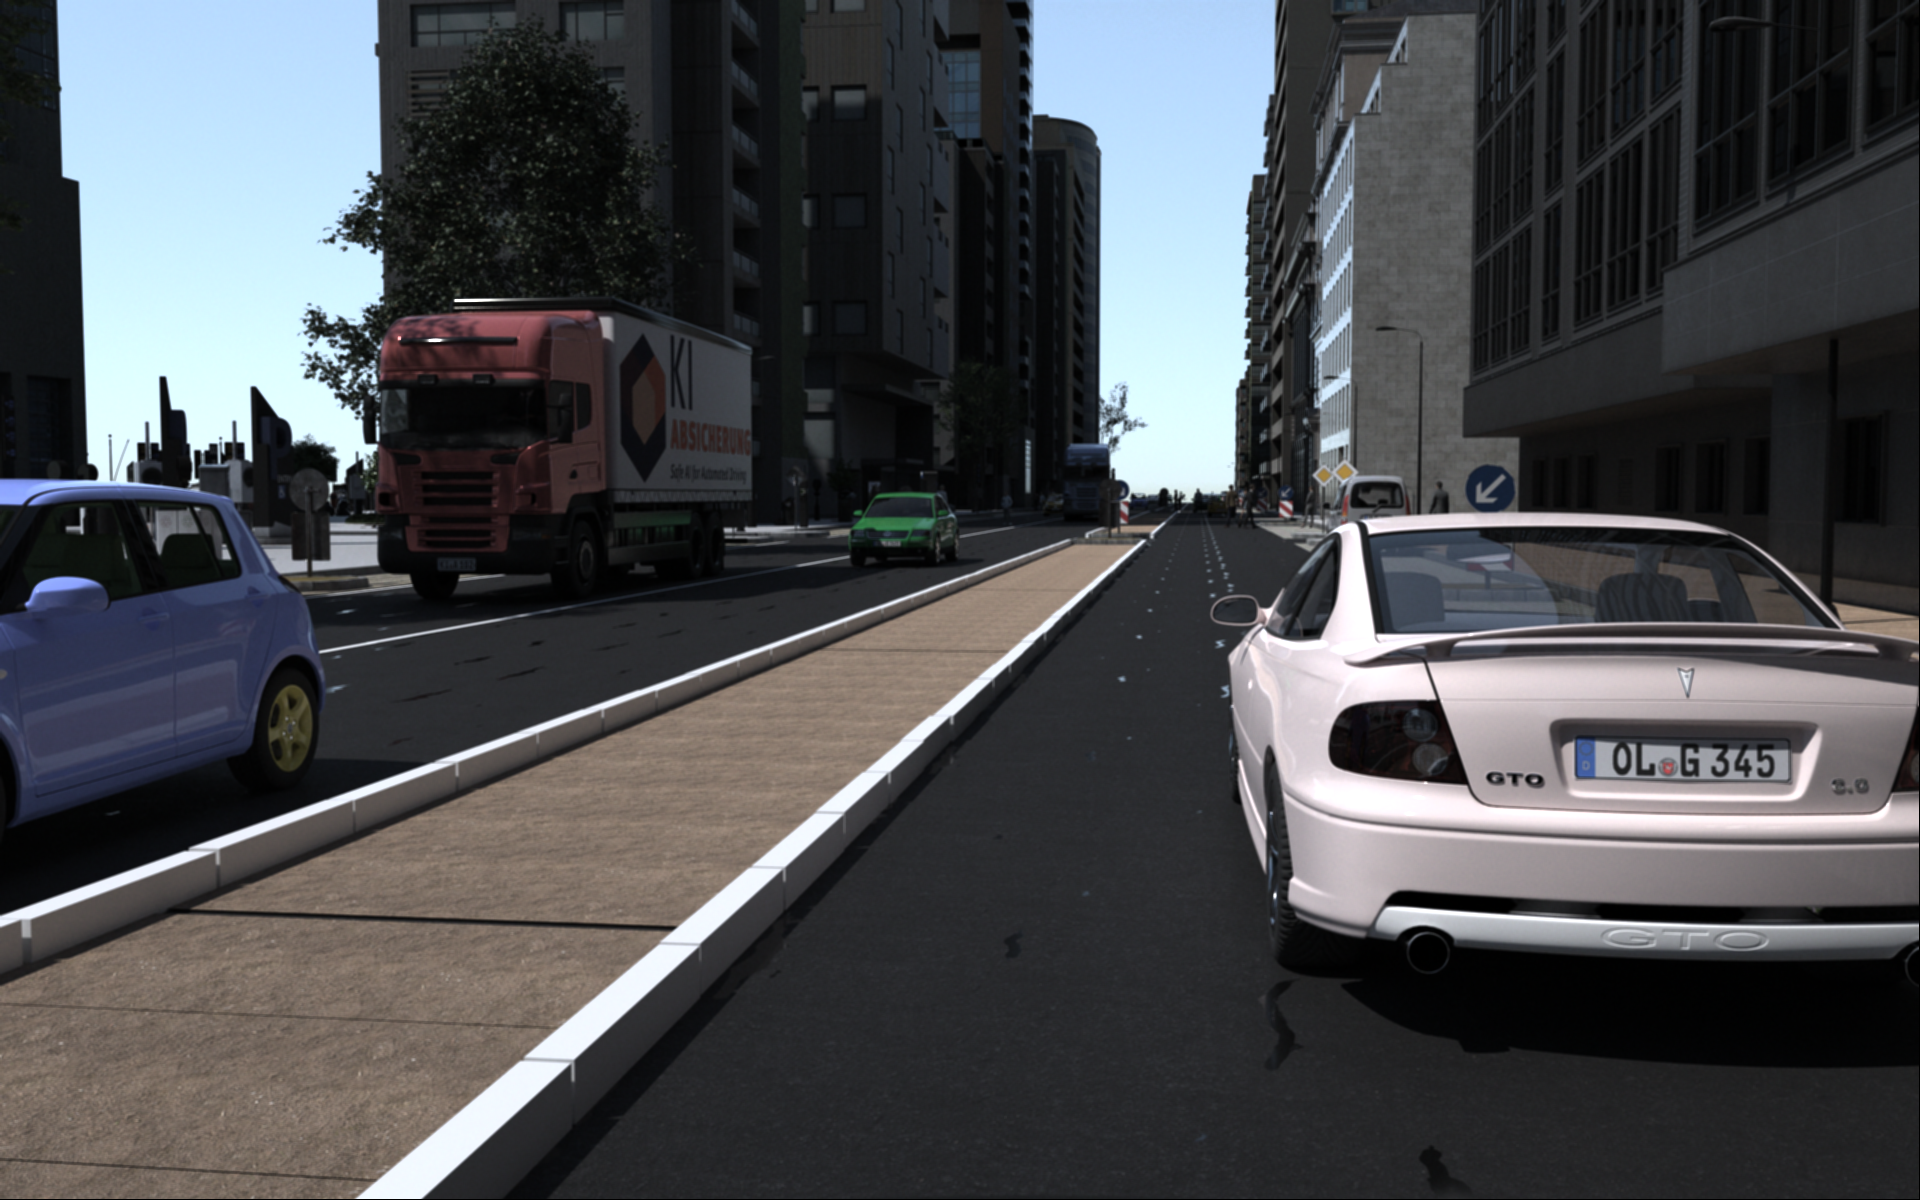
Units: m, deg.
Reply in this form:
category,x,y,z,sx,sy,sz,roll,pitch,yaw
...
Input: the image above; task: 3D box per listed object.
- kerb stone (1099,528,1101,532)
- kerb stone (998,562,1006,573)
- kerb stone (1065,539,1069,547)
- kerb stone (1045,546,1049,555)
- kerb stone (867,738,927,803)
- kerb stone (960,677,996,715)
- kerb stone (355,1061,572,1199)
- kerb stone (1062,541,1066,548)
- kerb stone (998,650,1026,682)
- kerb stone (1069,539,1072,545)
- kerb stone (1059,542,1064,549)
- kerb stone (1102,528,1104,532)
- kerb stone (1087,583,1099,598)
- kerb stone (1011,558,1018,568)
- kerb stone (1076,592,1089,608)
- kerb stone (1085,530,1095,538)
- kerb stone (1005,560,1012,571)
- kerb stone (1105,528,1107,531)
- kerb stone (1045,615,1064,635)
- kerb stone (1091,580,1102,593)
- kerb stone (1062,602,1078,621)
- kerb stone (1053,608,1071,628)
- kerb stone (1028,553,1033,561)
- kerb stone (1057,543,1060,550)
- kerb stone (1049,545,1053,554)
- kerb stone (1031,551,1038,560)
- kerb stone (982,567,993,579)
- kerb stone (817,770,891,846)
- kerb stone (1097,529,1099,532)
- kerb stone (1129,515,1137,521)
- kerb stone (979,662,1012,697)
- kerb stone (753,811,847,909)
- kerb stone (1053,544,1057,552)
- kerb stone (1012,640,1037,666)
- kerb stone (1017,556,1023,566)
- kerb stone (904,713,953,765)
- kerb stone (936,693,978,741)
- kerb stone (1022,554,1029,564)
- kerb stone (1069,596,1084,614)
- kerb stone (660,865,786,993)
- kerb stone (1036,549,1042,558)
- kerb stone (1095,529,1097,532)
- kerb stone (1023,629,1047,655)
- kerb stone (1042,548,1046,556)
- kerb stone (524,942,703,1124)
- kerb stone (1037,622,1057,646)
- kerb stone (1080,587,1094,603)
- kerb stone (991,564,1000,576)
category,x,y,z,sx,sy,sz,roll,pitch,yaw
kerb stone,4.789,-2.385,61.194,0.120,0.150,1.000,0,4,8
kerb stone,0.670,-0.548,31.147,0.120,0.150,1.000,0,4,8
kerb stone,2.765,-1.481,46.411,0.120,0.150,1.000,0,4,8
kerb stone,1.922,-1.108,40.317,0.120,0.150,1.000,0,4,8
kerb stone,-0.313,0.837,8.504,0.120,0.150,1.000,0,4,8
kerb stone,0.102,0.656,11.545,0.120,0.150,1.000,0,4,8
kerb stone,-1.003,1.148,3.421,0.120,0.150,1.000,0,4,8
kerb stone,2.628,-1.415,45.398,0.120,0.150,1.000,0,4,8
kerb stone,0.390,0.530,13.577,0.120,0.150,1.000,0,4,8
kerb stone,2.901,-1.543,47.426,0.120,0.150,1.000,0,4,8
kerb stone,2.492,-1.355,44.384,0.120,0.150,1.000,0,4,8
kerb stone,5.067,-2.509,63.225,0.120,0.150,1.000,0,4,8
kerb stone,1.778,-0.094,23.734,0.120,0.150,1.000,0,4,8
kerb stone,0.951,-0.673,33.193,0.120,0.150,1.000,0,4,8
kerb stone,1.497,0.030,21.708,0.120,0.150,1.000,0,4,8
kerb stone,4.371,-2.198,58.130,0.120,0.150,1.000,0,4,8
kerb stone,0.811,-0.610,32.169,0.120,0.150,1.000,0,4,8
kerb stone,5.345,-2.631,65.266,0.120,0.150,1.000,0,4,8
kerb stone,0.935,0.285,17.645,0.120,0.150,1.000,0,4,8
kerb stone,1.912,-0.152,24.764,0.120,0.150,1.000,0,4,8
kerb stone,1.220,0.155,19.678,0.120,0.150,1.000,0,4,8
kerb stone,1.074,0.217,18.666,0.120,0.150,1.000,0,4,8
kerb stone,1.363,-0.859,36.242,0.120,0.150,1.000,0,4,8
kerb stone,2.343,-1.295,43.373,0.120,0.150,1.000,0,4,8
kerb stone,2.065,-1.167,41.329,0.120,0.150,1.000,0,4,8
kerb stone,1.510,-0.919,37.254,0.120,0.150,1.000,0,4,8
kerb stone,0.390,-0.423,29.111,0.120,0.150,1.000,0,4,8
kerb stone,-0.457,0.899,7.491,0.120,0.150,1.000,0,4,8
kerb stone,4.657,-2.323,60.180,0.120,0.150,1.000,0,4,8
kerb stone,9.653,-4.559,96.732,0.120,0.150,1.000,0,4,8
kerb stone,0.245,0.589,12.560,0.120,0.150,1.000,0,4,8
kerb stone,-0.592,0.962,6.461,0.120,0.150,1.000,0,4,8
kerb stone,2.215,-1.233,42.349,0.120,0.150,1.000,0,4,8
kerb stone,0.519,0.472,14.593,0.120,0.150,1.000,0,4,8
kerb stone,1.093,-0.735,34.206,0.120,0.150,1.000,0,4,8
kerb stone,-0.183,0.775,9.520,0.120,0.150,1.000,0,4,8
kerb stone,-0.029,0.713,10.531,0.120,0.150,1.000,0,4,8
kerb stone,1.234,-0.797,35.228,0.120,0.150,1.000,0,4,8
kerb stone,1.359,0.092,20.692,0.120,0.150,1.000,0,4,8
kerb stone,-0.732,1.024,5.448,0.120,0.150,1.000,0,4,8
kerb stone,1.647,-0.983,38.274,0.120,0.150,1.000,0,4,8
kerb stone,4.514,-2.260,59.151,0.120,0.150,1.000,0,4,8
kerb stone,0.657,0.403,15.605,0.120,0.150,1.000,0,4,8
kerb stone,1.788,-1.046,39.303,0.120,0.150,1.000,0,4,8
kerb stone,-0.866,1.086,4.434,0.120,0.150,1.000,0,4,8
kerb stone,0.806,0.347,16.629,0.120,0.150,1.000,0,4,8
kerb stone,1.630,-0.032,22.722,0.120,0.150,1.000,0,4,8
kerb stone,0.529,-0.485,30.132,0.120,0.150,1.000,0,4,8
